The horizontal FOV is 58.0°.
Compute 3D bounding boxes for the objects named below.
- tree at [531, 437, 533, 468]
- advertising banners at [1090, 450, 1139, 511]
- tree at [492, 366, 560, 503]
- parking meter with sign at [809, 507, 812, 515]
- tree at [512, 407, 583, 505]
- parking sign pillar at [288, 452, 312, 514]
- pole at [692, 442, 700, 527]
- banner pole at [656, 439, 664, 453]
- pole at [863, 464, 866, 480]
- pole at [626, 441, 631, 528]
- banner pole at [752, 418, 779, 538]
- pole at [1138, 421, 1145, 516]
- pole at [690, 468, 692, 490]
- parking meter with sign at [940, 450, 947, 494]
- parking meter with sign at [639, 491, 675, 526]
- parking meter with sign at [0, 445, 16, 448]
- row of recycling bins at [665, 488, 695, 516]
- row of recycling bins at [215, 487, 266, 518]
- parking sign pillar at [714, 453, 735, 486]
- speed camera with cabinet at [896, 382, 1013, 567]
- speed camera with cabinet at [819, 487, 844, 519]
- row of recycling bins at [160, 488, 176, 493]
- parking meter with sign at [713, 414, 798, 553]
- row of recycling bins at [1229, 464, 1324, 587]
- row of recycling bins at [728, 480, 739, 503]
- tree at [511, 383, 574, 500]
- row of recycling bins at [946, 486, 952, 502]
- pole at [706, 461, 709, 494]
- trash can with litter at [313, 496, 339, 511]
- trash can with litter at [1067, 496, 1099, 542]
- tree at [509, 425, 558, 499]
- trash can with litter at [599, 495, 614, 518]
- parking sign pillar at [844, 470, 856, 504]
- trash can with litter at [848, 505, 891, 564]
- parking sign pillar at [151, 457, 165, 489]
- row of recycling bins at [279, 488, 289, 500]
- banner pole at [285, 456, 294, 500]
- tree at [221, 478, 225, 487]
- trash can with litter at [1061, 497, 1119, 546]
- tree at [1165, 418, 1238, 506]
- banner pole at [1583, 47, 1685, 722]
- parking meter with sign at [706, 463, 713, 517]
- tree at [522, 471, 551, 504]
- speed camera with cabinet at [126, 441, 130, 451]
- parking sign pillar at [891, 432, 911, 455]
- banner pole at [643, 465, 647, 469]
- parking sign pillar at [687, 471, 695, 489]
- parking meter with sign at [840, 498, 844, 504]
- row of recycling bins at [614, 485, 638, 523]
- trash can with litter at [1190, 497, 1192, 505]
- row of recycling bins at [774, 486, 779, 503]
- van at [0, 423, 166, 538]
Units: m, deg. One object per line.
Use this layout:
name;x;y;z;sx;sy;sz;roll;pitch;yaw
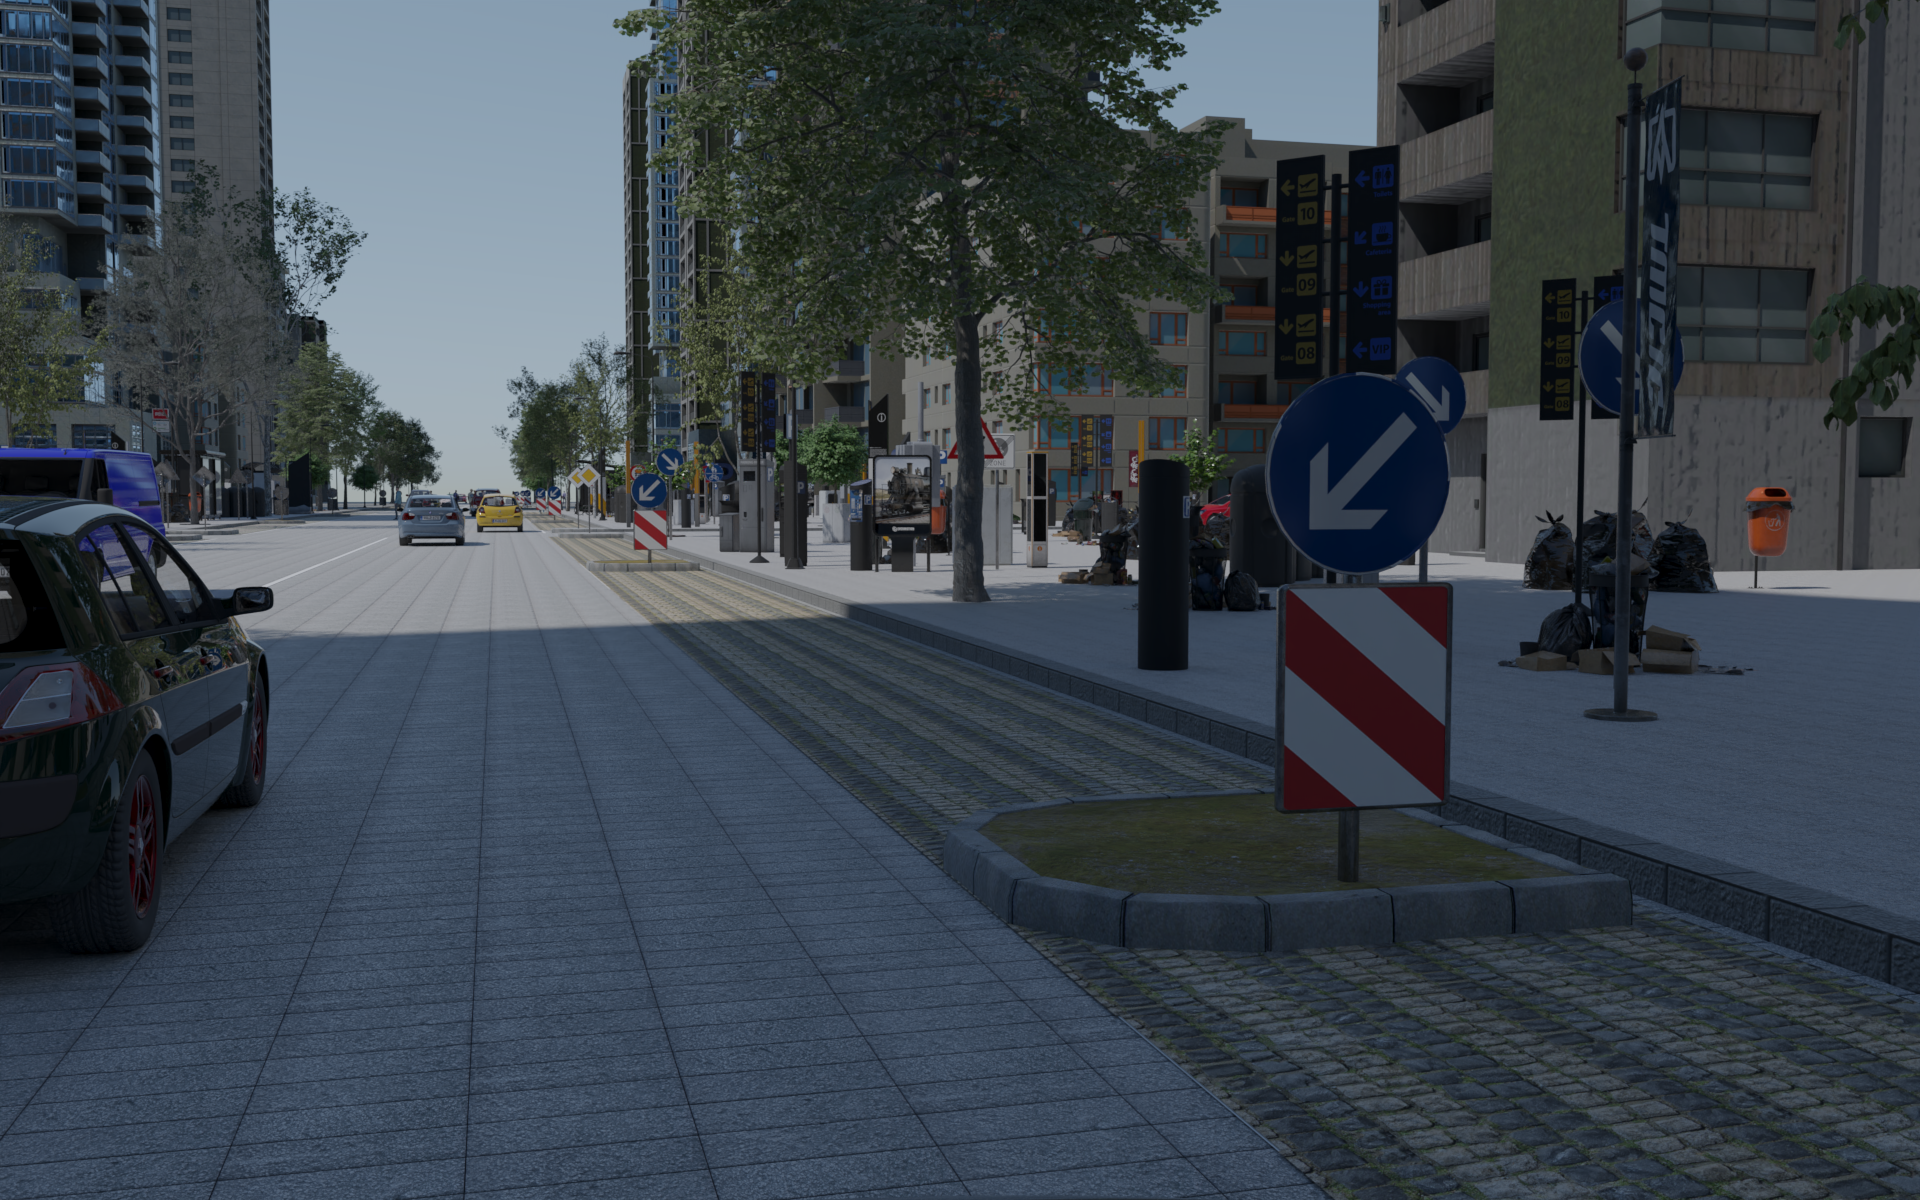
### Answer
tree;-32.973;-11.937;145.536;4.737;8.622;4.395;0;3;0
advertising banners;6.219;-4.458;69.077;2.074;3.025;0.090;0;4;-3
tree;-62.188;-24.370;254.338;12.611;20.169;13.585;0;3;0
parking meter with sign;-9.286;-6.614;104.401;1.738;3.016;0.543;-1;4;-11
tree;-46.190;-16.452;194.742;9.928;11.665;9.643;0;3;0
parking sign pillar;-42.228;-7.478;110.735;1.447;3.967;1.447;-1;4;-12
pole;-10.244;-4.503;67.462;0.158;3.312;0.155;0;3;0
banner pole;-13.557;-5.401;78.327;0.401;3.779;0.863;1;4;19
pole;-5.810;-6.828;105.481;0.158;3.312;0.155;0;3;0
pole;-12.704;-4.432;66.313;0.158;3.312;0.155;0;3;0
banner pole;-5.645;-3.671;50.038;0.863;3.779;0.401;-2;4;-33
pole;5.039;-3.320;48.127;0.158;3.312;0.155;0;3;0
pole;-16.159;-6.766;104.467;0.158;3.312;0.155;0;3;0
parking meter with sign;-0.805;-4.394;68.109;0.543;3.016;1.738;0;4;2
parking meter with sign;-12.265;-4.498;69.798;0.543;3.016;1.738;2;4;26
parking meter with sign;-33.607;-3.947;60.796;0.543;3.016;1.738;-1;4;-16
row of recycling bins;-16.614;-5.726;100.727;3.534;1.692;1.069;0;4;-5
row of recycling bins;-39.829;-5.424;95.791;1.069;1.692;3.534;1;4;21
parking sign pillar;-14.866;-7.391;109.307;1.447;3.967;1.447;-3;4;-36
speed camera with cabinet;-0.098;-2.243;31.009;2.038;3.252;0.660;-1;4;-18
speed camera with cabinet;-6.281;-5.801;89.175;2.038;3.252;0.660;-3;5;-43
row of recycling bins;-53.232;-6.814;118.528;1.069;1.692;3.534;2;4;29
parking meter with sign;-4.466;-2.556;38.047;1.738;3.016;0.543;1;4;21
row of recycling bins;4.650;-1.116;25.368;1.069;1.692;3.534;1;4;22
row of recycling bins;-6.776;-2.872;54.071;1.069;1.692;3.534;0;4;-4
tree;-42.128;-15.854;177.337;7.486;12.596;7.792;0;3;0
row of recycling bins;-1.456;-4.994;88.772;1.069;1.692;3.534;-2;4;-32
pole;-15.469;-6.868;106.128;0.158;3.312;0.155;0;3;0
trash can with litter;-48.129;-7.341;131.079;2.233;1.210;1.678;0;4;-4
trash can with litter;3.292;-2.161;46.718;0.624;1.170;1.055;2;4;24
tree;-67.660;-22.594;276.069;9.857;13.997;8.962;0;3;0
trash can with litter;-18.590;-5.140;95.103;2.233;1.210;1.678;0;4;2
parking sign pillar;-5.114;-5.655;80.929;1.447;3.967;1.447;-1;4;-13
trash can with litter;-1.478;-1.250;31.819;1.055;1.170;0.624;-2;4;-34
parking sign pillar;-57.592;-8.327;124.619;1.447;3.967;1.447;2;4;27
row of recycling bins;-49.132;-7.256;125.746;3.534;1.692;1.069;-2;4;-34
banner pole;-44.145;-7.592;114.149;0.863;3.779;0.401;-1;4;-16
tree;-48.901;-7.299;113.940;1.663;3.219;1.824;0;3;0
trash can with litter;3.537;-1.983;43.480;1.678;1.210;2.233;-3;5;-44
tree;5.952;-3.028;44.112;1.663;3.219;1.824;0;3;0
banner pole;3.792;-1.197;9.596;0.401;3.779;0.863;0;4;0
parking meter with sign;-13.545;-6.184;97.363;0.543;3.016;1.738;2;4;27
tree;-56.463;-15.368;234.974;4.285;4.588;4.351;0;3;0
speed camera with cabinet;-31.651;-4.295;64.558;2.038;3.252;0.660;-3;5;-40
parking sign pillar;-2.554;-5.252;74.341;1.447;3.967;1.447;1;4;21
banner pole;-23.911;-8.670;131.766;0.401;3.779;0.863;1;4;13
parking sign pillar;-19.677;-8.515;127.690;1.447;3.967;1.447;1;4;16
parking meter with sign;-6.143;-5.882;92.437;0.543;3.016;1.738;0;4;3
row of recycling bins;-15.088;-4.348;78.204;1.069;1.692;3.534;-1;4;-16
trash can with litter;9.614;-3.799;73.495;0.624;1.170;1.055;-2;4;-25
row of recycling bins;-10.385;-5.086;90.270;1.069;1.692;3.534;-2;4;-35
van;-11.981;-1.125;22.781;2.240;2.365;5.245;-1;4;-14
